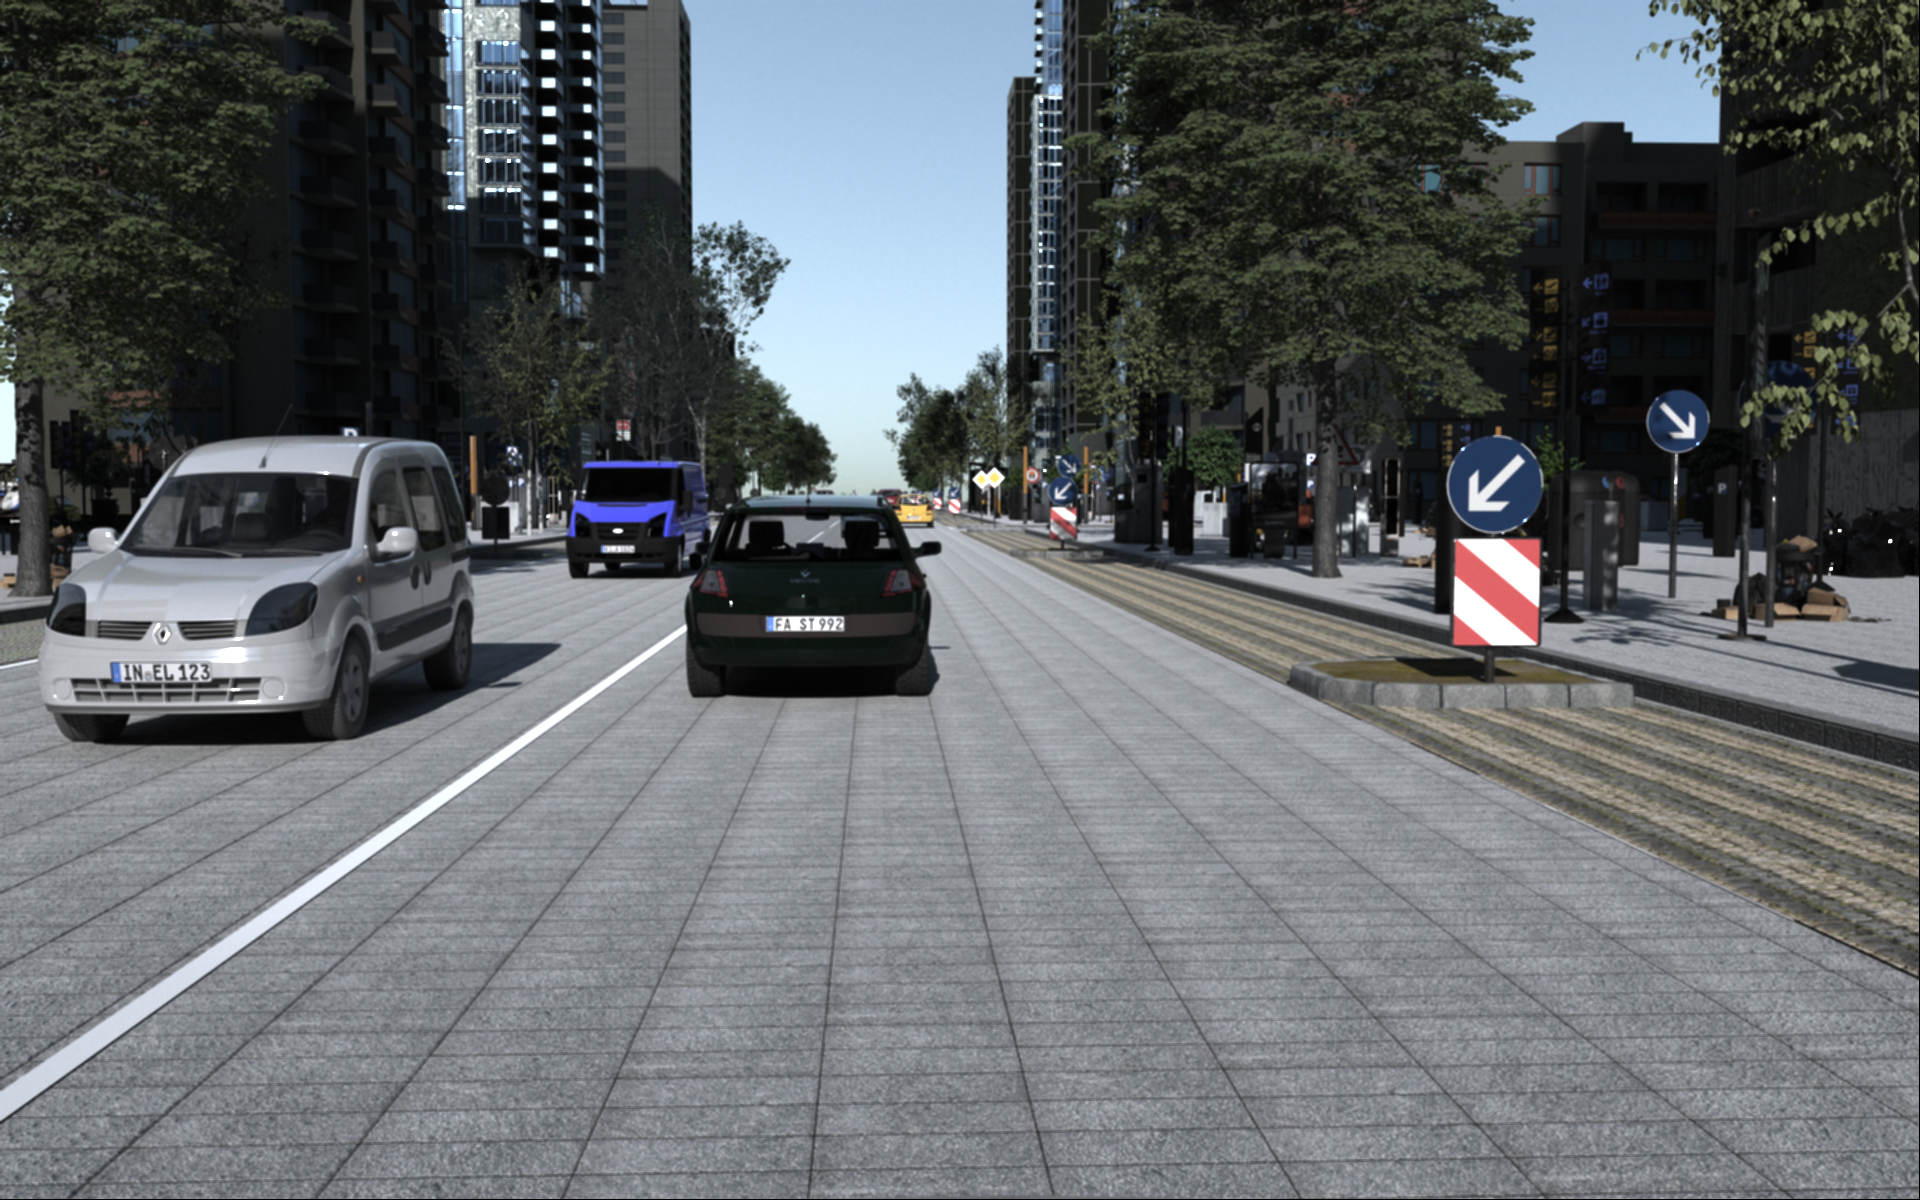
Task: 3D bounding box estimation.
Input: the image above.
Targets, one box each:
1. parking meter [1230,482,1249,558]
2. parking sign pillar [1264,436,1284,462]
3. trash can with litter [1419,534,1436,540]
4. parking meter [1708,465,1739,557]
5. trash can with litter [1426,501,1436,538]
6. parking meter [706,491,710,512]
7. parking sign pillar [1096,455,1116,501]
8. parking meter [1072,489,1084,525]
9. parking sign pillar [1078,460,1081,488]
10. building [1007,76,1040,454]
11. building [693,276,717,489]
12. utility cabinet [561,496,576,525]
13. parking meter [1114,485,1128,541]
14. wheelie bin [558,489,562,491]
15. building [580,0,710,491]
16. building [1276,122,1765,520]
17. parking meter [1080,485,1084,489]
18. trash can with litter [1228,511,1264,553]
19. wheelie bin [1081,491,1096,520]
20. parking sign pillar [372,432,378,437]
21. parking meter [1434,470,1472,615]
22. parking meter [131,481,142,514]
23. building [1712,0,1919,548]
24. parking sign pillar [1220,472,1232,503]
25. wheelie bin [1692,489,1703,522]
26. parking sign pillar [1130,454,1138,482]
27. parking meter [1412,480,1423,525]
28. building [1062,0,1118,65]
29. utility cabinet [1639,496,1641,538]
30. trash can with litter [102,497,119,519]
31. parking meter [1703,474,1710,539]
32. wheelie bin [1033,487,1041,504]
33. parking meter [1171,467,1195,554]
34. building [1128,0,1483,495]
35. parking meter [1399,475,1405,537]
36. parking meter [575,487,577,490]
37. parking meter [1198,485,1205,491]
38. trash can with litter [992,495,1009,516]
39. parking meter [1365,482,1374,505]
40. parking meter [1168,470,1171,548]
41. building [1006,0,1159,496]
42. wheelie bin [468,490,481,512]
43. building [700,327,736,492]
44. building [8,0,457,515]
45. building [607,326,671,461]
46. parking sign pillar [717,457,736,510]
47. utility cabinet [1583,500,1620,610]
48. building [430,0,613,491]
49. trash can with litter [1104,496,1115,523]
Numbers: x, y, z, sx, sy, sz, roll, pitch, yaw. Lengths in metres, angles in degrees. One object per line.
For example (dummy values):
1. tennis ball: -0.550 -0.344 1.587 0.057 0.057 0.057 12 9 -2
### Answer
1. parking meter: 5.663 -1.634 35.132 0.372 1.533 0.369 0 3 0
2. parking sign pillar: 14.409 -5.576 79.632 1.447 3.967 1.447 2 4 33
3. trash can with litter: 13.803 -2.271 48.185 1.678 1.210 2.233 -2 4 -31
4. parking meter: 15.549 -1.805 35.222 0.255 1.863 0.399 -2 4 -34
5. trash can with litter: 14.249 -2.447 51.402 0.624 1.170 1.055 3 4 36
6. parking meter: -17.632 -6.884 120.961 0.372 1.533 0.369 0 3 0
7. parking sign pillar: 9.788 -7.825 116.407 1.447 3.967 1.447 -2 4 -24
8. parking meter: 4.886 -3.923 72.545 0.372 1.533 0.369 0 3 0
9. parking sign pillar: 8.983 -8.986 135.389 1.447 3.967 1.447 2 4 29
10. building: 16.799 -52.497 296.574 20.563 71.187 20.611 0 4 -3
11. building: -54.503 -35.815 277.459 32.217 40.220 23.993 0 4 -3
12. utility cabinet: -15.924 -3.672 71.199 1.020 1.237 0.306 2 4 29
13. parking meter: 4.396 -2.371 47.172 0.372 1.533 0.369 0 3 0
14. wheelie bin: -23.408 -5.686 100.878 0.693 1.594 0.980 1 4 19
15. building: -47.685 -49.867 253.584 20.563 71.187 20.611 0 4 -3
16. building: 35.691 -15.563 99.497 28.899 21.520 27.650 0 4 -3
17. parking meter: 7.465 -6.089 105.263 0.255 1.863 0.399 -2 4 -31
18. trash can with litter: 6.429 -1.618 37.848 1.055 1.170 0.624 -1 4 -22
19. wheelie bin: 6.450 -4.818 86.688 0.693 1.594 0.980 1 4 11
20. parking sign pillar: -25.163 -5.343 75.831 1.447 3.967 1.447 1 4 18
21. parking meter: 5.283 -0.619 18.533 0.372 1.533 0.369 0 3 0
22. parking meter: -36.365 -4.329 76.483 0.399 1.863 0.255 1 4 17
23. building: 24.695 -16.280 37.877 14.160 30.474 14.107 0 4 -3
24. parking sign pillar: 13.304 -6.002 86.612 1.447 3.967 1.447 0 4 -1
25. wheelie bin: 34.068 -4.386 79.627 0.693 1.594 0.980 3 4 36
26. parking sign pillar: 11.880 -7.812 116.195 1.447 3.967 1.447 -1 4 -17
27. parking meter: 19.285 -4.115 72.998 0.399 1.863 0.255 0 4 0
28. building: 20.729 -46.529 198.998 20.563 71.187 20.611 0 4 -3
29. utility cabinet: 19.291 -2.405 50.490 0.306 1.237 1.020 -3 5 -42
30. trash can with litter: -29.998 -3.076 61.683 1.055 1.170 0.624 -1 4 -10
31. parking meter: 21.642 -2.699 49.835 0.399 1.863 0.255 3 5 43
32. wheelie bin: 3.800 -4.393 79.727 0.980 1.594 0.693 -1 4 -22
33. parking meter: 4.801 -1.917 37.059 0.399 1.863 0.255 -3 5 -40
34. building: 25.435 -29.044 129.487 22.147 44.769 28.867 0 4 -3
35. parking meter: 13.134 -2.831 51.998 0.255 1.863 0.399 -3 5 -43
36. parking meter: -31.331 -8.307 141.526 0.255 1.863 0.399 -2 4 -23
37. parking meter: 15.297 -6.368 109.835 0.399 1.863 0.255 -2 4 -28
38. trash can with litter: 3.120 -5.643 103.312 2.233 1.210 1.678 1 4 14
39. parking meter: 18.934 -4.554 80.161 0.399 1.863 0.255 0 4 8
40. parking meter: 5.148 -2.195 41.599 0.255 1.863 0.399 1 4 12
41. building: 19.553 -58.551 269.973 22.319 86.520 31.000 0 4 -3
42. wheelie bin: -25.977 -5.190 92.770 0.693 1.594 0.980 -2 4 -32
43. building: -46.183 -32.183 297.888 14.160 30.474 14.107 0 4 -3
44. building: -43.976 -27.575 105.471 22.147 44.769 28.867 0 4 -3
45. building: -47.627 -21.181 191.356 27.650 21.520 28.899 0 4 -3
46. parking sign pillar: -16.652 -8.264 123.581 1.447 3.967 1.447 0 4 0
47. utility cabinet: 7.251 -0.515 19.587 0.306 1.237 1.020 1 4 15
48. building: -44.012 -51.777 159.226 22.319 86.520 31.000 0 4 -3
49. trash can with litter: 7.257 -4.039 77.092 2.233 1.210 1.678 -3 5 -41
